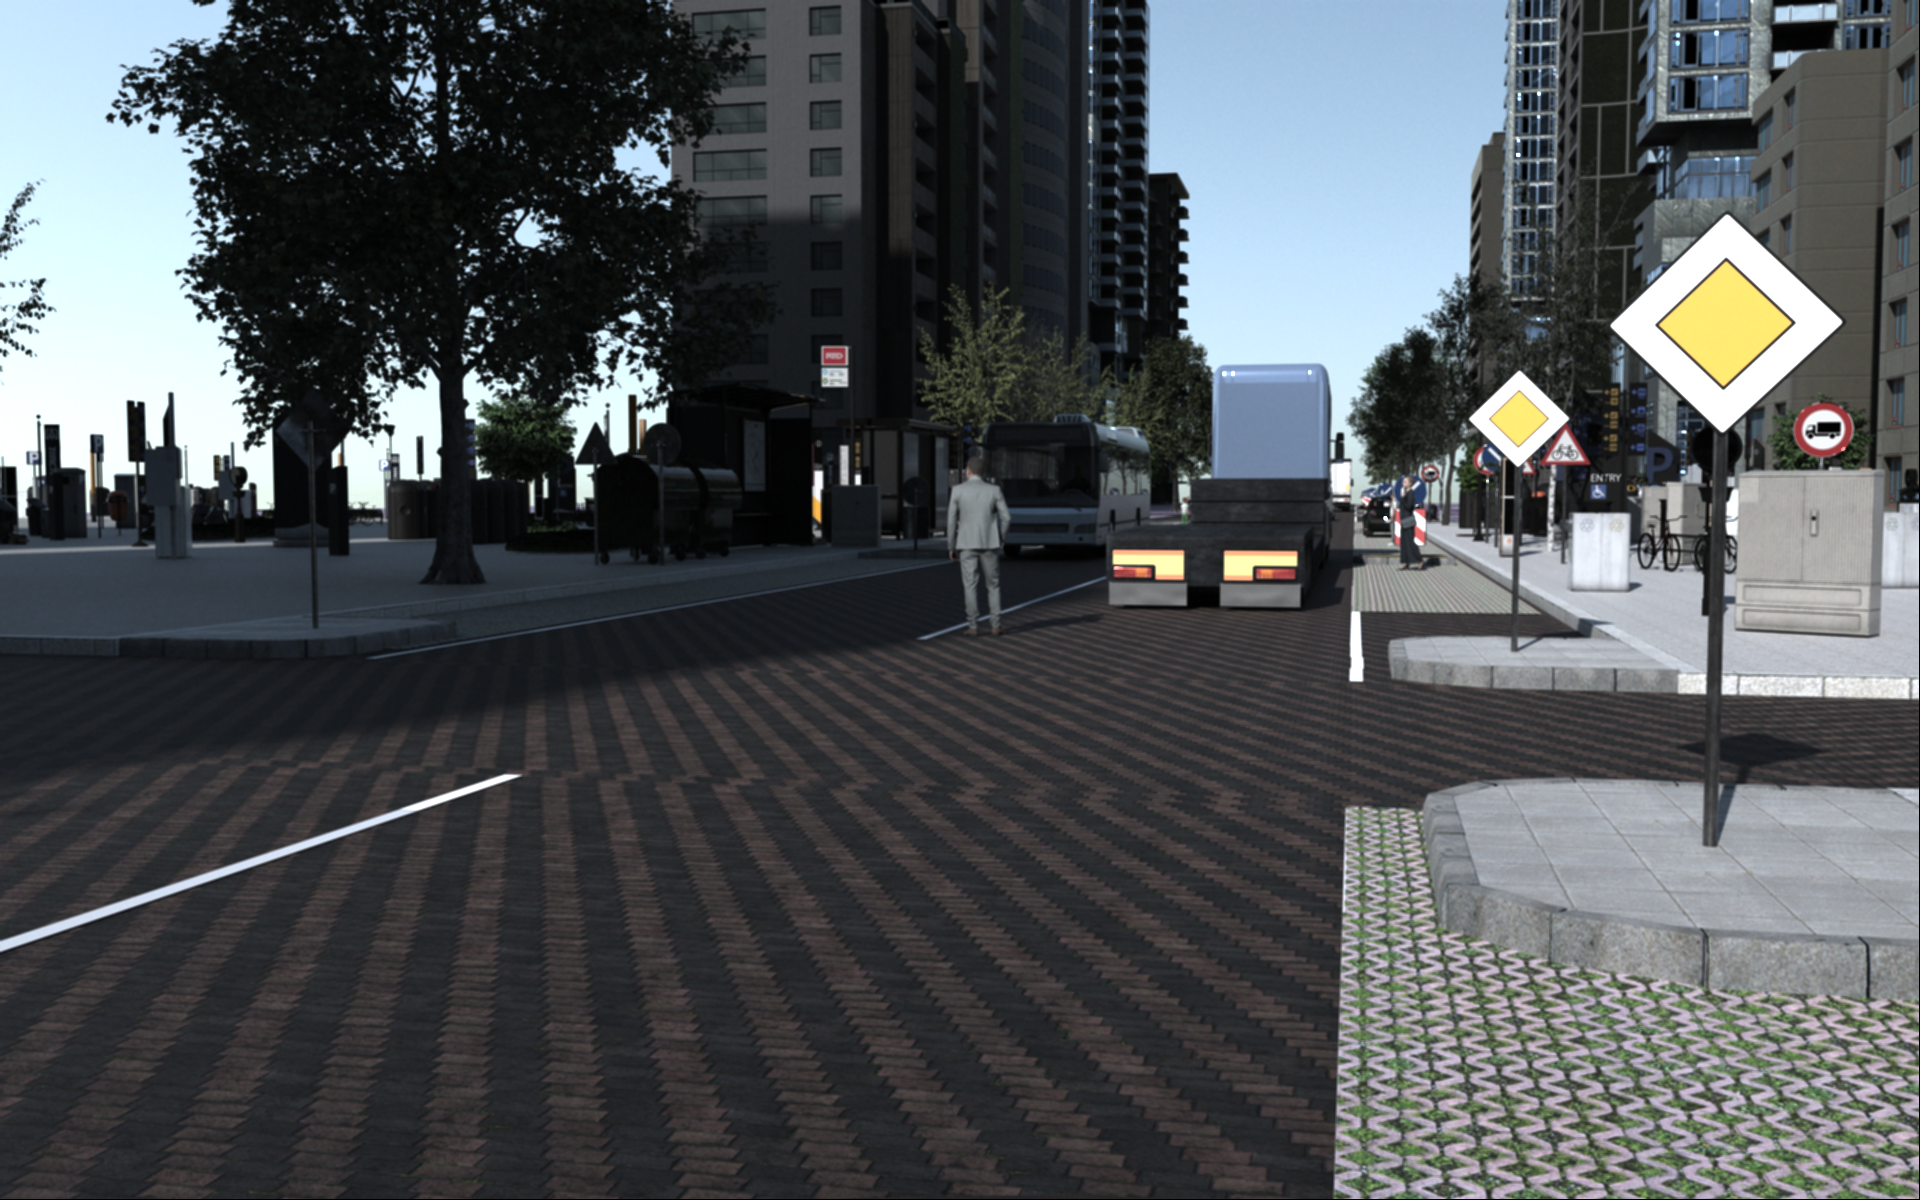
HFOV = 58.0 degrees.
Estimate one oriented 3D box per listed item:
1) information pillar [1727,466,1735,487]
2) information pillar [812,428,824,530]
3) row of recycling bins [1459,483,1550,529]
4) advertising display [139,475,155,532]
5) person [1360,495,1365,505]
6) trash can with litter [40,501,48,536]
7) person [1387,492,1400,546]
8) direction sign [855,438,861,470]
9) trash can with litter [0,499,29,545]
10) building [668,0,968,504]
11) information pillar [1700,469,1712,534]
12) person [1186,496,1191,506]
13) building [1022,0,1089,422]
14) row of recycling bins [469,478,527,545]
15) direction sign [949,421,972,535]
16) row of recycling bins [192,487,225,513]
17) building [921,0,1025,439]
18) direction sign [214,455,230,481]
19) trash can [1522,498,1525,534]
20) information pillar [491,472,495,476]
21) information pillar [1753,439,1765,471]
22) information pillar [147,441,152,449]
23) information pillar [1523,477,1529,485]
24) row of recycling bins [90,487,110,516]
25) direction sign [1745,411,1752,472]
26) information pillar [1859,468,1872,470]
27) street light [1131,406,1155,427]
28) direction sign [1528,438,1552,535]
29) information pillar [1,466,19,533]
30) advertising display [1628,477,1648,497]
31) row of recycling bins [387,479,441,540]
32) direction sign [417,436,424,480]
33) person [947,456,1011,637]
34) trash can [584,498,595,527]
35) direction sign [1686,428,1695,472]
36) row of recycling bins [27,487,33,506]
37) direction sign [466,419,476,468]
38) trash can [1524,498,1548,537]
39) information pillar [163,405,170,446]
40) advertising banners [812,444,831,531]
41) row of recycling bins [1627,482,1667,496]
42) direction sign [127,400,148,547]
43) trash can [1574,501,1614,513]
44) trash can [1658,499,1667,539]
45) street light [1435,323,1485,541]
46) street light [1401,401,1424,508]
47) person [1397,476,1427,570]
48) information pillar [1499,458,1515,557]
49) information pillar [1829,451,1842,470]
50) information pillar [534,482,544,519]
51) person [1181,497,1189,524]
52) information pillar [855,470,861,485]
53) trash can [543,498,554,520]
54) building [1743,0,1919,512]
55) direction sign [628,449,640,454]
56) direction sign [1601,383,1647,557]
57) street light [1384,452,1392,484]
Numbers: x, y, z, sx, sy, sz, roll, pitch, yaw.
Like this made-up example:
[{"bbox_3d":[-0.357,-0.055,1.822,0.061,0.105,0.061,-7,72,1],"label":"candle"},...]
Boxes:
[{"bbox_3d":[36.906,-5.599,82.903,0.183,3.616,0.504,0,4,-4],"label":"information pillar"},{"bbox_3d":[-5.061,-4.283,61.375,0.504,3.616,0.183,1,4,10],"label":"information pillar"},{"bbox_3d":[20.360,-3.497,64.288,3.534,1.692,1.069,1,4,17],"label":"row of recycling bins"},{"bbox_3d":[-26.811,-3.207,57.655,0.974,1.923,0.123,-1,4,-23],"label":"advertising display"},{"bbox_3d":[50.459,-12.672,216.422,1.217,1.736,0.721,-1,4,-23],"label":"person"},{"bbox_3d":[-28.095,-2.552,53.115,1.055,1.170,0.624,1,4,20],"label":"trash can with litter"},{"bbox_3d":[12.053,-2.261,48.059,0.523,1.515,0.503,0,4,-7],"label":"person"},{"bbox_3d":[-3.137,-3.933,56.309,0.876,3.537,0.379,2,4,26],"label":"direction sign"},{"bbox_3d":[-24.227,-2.008,44.221,1.055,1.170,0.624,1,4,22],"label":"trash can with litter"},{"bbox_3d":[-7.885,-20.180,101.644,14.160,30.474,14.107,1,4,13],"label":"building"},{"bbox_3d":[16.199,-2.013,37.400,0.304,2.012,0.304,-2,4,-26],"label":"information pillar"},{"bbox_3d":[5.615,-1.995,41.298,0.466,1.800,0.511,0,4,0],"label":"person"},{"bbox_3d":[-2.353,-36.370,136.656,21.231,58.520,28.212,1,4,13],"label":"building"},{"bbox_3d":[-12.315,-2.357,45.642,1.069,1.692,3.534,0,4,7],"label":"row of recycling bins"},{"bbox_3d":[0.012,-3.793,54.016,0.876,3.537,0.379,-3,4,-36],"label":"direction sign"},{"bbox_3d":[-42.066,-5.352,94.625,3.534,1.692,1.069,-1,4,-15],"label":"row of recycling bins"},{"bbox_3d":[-3.886,-26.413,115.444,14.154,41.232,14.086,1,4,13],"label":"building"},{"bbox_3d":[-43.028,-6.670,101.043,0.876,3.537,0.379,-1,4,-20],"label":"direction sign"},{"bbox_3d":[18.222,-2.707,55.907,0.748,1.137,0.748,0,3,0],"label":"trash can"},{"bbox_3d":[-25.777,-6.415,96.237,0.504,3.616,0.183,-1,4,-20],"label":"information pillar"},{"bbox_3d":[33.618,-4.992,72.973,0.183,3.616,0.504,-2,4,-26],"label":"information pillar"},{"bbox_3d":[-35.527,-5.178,76.012,0.183,3.616,0.504,-3,5,-40],"label":"information pillar"},{"bbox_3d":[24.575,-4.344,75.518,0.304,2.012,0.304,2,4,35],"label":"information pillar"},{"bbox_3d":[-50.981,-5.844,102.656,1.069,1.692,3.534,-1,4,-22],"label":"row of recycling bins"},{"bbox_3d":[17.419,-2.833,38.321,0.379,3.537,0.876,1,4,18],"label":"direction sign"},{"bbox_3d":[25.837,-2.750,49.455,0.304,2.012,0.304,2,4,32],"label":"information pillar"},{"bbox_3d":[9.637,-7.302,91.934,1.470,5.913,1.316,1,4,13],"label":"street light"},{"bbox_3d":[18.030,-3.804,54.188,0.876,3.537,0.379,1,4,13],"label":"direction sign"},{"bbox_3d":[-25.298,-2.545,46.105,0.304,2.012,0.304,3,5,43],"label":"information pillar"},{"bbox_3d":[25.196,-3.635,64.648,0.974,1.923,0.123,-1,4,-11],"label":"advertising display"},{"bbox_3d":[-15.634,-2.632,50.138,1.069,1.692,3.534,0,4,5],"label":"row of recycling bins"},{"bbox_3d":[-21.108,-4.635,67.774,0.379,3.537,0.876,-2,4,-31],"label":"direction sign"},{"bbox_3d":[0.192,-0.544,17.488,0.635,1.810,0.391,-1,4,-10],"label":"person"},{"bbox_3d":[-14.205,-3.395,67.158,0.748,1.137,0.748,0,3,0],"label":"trash can"},{"bbox_3d":[25.137,-4.138,59.660,0.379,3.537,0.876,0,4,7],"label":"direction sign"},{"bbox_3d":[-42.617,-4.520,81.008,1.069,1.692,3.534,0,4,-6],"label":"row of recycling bins"},{"bbox_3d":[-15.055,-3.687,52.274,0.876,3.537,0.379,0,4,-5],"label":"direction sign"},{"bbox_3d":[17.543,-2.482,52.233,0.748,1.137,0.748,0,3,0],"label":"trash can"},{"bbox_3d":[-20.500,-3.276,44.910,0.183,3.616,0.504,0,4,-6],"label":"information pillar"},{"bbox_3d":[-4.516,-3.868,59.437,2.074,3.025,0.090,1,4,15],"label":"advertising banners"},{"bbox_3d":[23.360,-3.057,57.095,3.534,1.692,1.069,2,4,26],"label":"row of recycling bins"},{"bbox_3d":[-20.061,-3.074,42.262,0.379,3.537,0.876,0,4,0],"label":"direction sign"},{"bbox_3d":[12.622,-1.398,34.507,0.748,1.137,0.748,0,3,0],"label":"trash can"},{"bbox_3d":[19.368,-2.167,47.081,0.748,1.137,0.748,0,3,0],"label":"trash can"},{"bbox_3d":[13.617,-4.563,47.140,1.470,5.913,1.316,1,4,13],"label":"street light"},{"bbox_3d":[22.476,-6.947,86.126,1.470,5.913,1.316,1,4,13],"label":"street light"},{"bbox_3d":[8.413,-1.433,32.352,0.534,1.772,0.576,-1,4,-10],"label":"person"},{"bbox_3d":[11.171,-1.882,35.255,0.304,2.012,0.304,0,4,7],"label":"information pillar"},{"bbox_3d":[26.722,-3.763,52.872,0.504,3.616,0.183,-2,4,-28],"label":"information pillar"},{"bbox_3d":[-14.994,-3.497,61.675,0.304,2.012,0.304,-1,4,-16],"label":"information pillar"},{"bbox_3d":[8.760,-3.347,67.471,0.306,1.304,0.590,0,4,6],"label":"person"},{"bbox_3d":[-4.311,-5.048,73.884,0.504,3.616,0.183,1,4,11],"label":"information pillar"},{"bbox_3d":[-15.571,-3.259,64.934,0.748,1.137,0.748,0,3,0],"label":"trash can"},{"bbox_3d":[45.184,-13.125,59.635,27.650,21.520,28.899,1,4,13],"label":"building"},{"bbox_3d":[-16.209,-5.795,86.752,0.876,3.537,0.379,-3,4,-38],"label":"direction sign"},{"bbox_3d":[13.498,-2.646,35.259,0.876,3.537,0.379,0,4,4],"label":"direction sign"},{"bbox_3d":[30.817,-9.169,122.448,1.470,5.913,1.316,1,4,13],"label":"street light"}]
